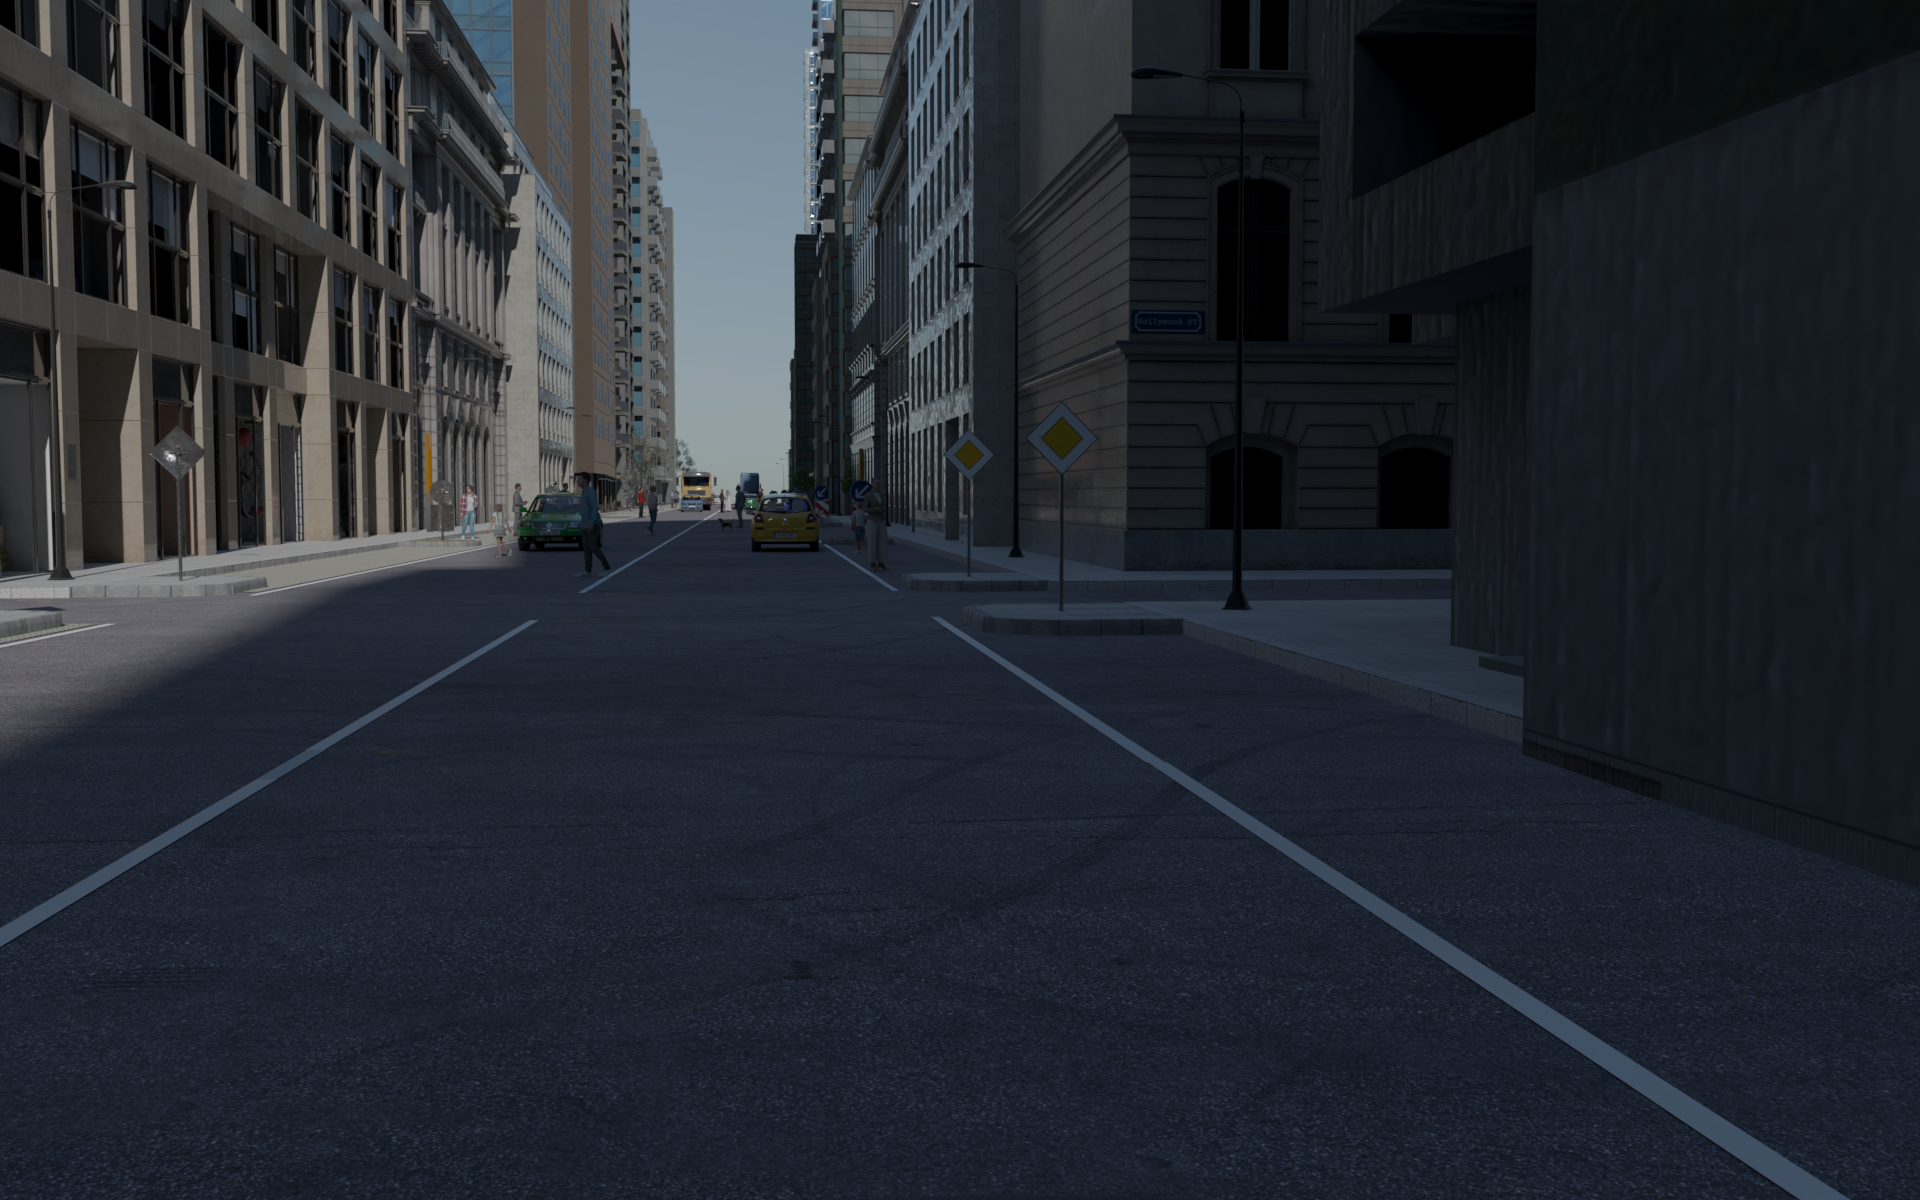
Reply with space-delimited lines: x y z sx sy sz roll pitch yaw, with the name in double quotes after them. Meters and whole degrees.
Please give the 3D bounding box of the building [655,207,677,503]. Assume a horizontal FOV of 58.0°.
-46.759 -33.983 239.211 14.154 41.232 14.086 0 4 -7 "building"

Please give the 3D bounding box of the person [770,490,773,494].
-19.163 -10.345 177.506 0.599 1.838 0.709 2 4 27 "person"

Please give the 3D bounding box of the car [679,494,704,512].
-21.591 -7.791 139.379 2.014 1.417 4.499 -1 4 -9 "car"

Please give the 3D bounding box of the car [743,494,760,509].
-17.763 -8.221 146.206 2.131 1.459 4.920 0 4 -8 "car"

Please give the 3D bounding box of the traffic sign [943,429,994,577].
0.135 -1.419 26.848 0.795 2.450 0.064 0 4 -7 "traffic sign"

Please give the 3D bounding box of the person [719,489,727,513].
-18.288 -7.628 133.350 0.705 1.807 1.348 1 4 13 "person"

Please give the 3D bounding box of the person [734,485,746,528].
-9.438 -4.011 74.180 0.391 1.810 0.635 1 4 17 "person"

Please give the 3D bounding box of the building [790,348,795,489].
-7.063 -22.744 216.901 27.650 21.520 28.899 0 4 -7 "building"

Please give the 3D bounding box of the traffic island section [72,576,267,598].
-11.498 -0.198 25.512 2.009 0.180 2.903 0 4 -7 "traffic island section"

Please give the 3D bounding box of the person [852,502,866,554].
-2.425 -1.731 41.485 0.332 1.250 0.352 1 4 11 "person"

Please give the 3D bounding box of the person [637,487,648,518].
-18.893 -5.771 102.794 0.705 1.831 1.348 1 4 15 "person"

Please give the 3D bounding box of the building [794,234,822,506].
-11.566 -25.857 194.456 14.160 30.474 14.107 0 4 -7 "building"

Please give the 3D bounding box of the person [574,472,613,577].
-6.357 -1.315 30.014 0.620 1.820 0.660 -2 4 -32 "person"

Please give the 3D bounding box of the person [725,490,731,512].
-18.578 -7.917 138.614 0.621 1.740 0.551 -3 4 -36 "person"

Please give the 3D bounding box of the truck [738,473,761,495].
-25.683 -13.625 212.529 2.967 4.110 18.799 0 4 -8 "truck"

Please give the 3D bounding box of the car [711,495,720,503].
-33.363 -13.751 237.192 2.083 1.381 4.827 0 4 -5 "car"

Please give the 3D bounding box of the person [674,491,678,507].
-30.974 -10.944 188.227 0.721 1.735 1.217 -3 4 -36 "person"

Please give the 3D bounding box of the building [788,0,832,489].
-12.982 -56.981 244.311 22.319 86.520 31.000 0 4 -7 "building"

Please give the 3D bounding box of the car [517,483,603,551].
-10.389 -2.223 45.141 1.959 1.807 4.718 0 4 -5 "car"

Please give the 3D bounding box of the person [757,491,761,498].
-19.997 -9.957 172.031 0.721 1.736 1.217 2 4 35 "person"

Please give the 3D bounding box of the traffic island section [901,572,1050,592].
0.157 -0.284 26.928 2.009 0.180 2.903 0 4 -7 "traffic island section"

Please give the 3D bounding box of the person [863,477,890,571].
-1.552 -1.429 32.420 0.519 1.759 0.362 -3 5 -43 "person"

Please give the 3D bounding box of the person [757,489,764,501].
-14.308 -7.108 124.677 0.705 1.831 1.348 -2 4 -27 "person"

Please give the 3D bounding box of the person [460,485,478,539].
-15.438 -2.761 54.483 0.563 1.720 0.643 -2 4 -27 "person"

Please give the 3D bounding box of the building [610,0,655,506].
-44.487 -45.994 190.259 20.563 71.187 20.611 0 4 -7 "building"

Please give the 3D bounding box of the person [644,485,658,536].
-10.635 -3.089 59.685 0.731 1.740 0.598 3 4 39 "person"

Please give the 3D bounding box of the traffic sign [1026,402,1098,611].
1.105 -0.935 18.922 0.795 2.450 0.064 0 4 -7 "traffic sign"

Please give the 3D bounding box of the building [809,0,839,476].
-2.038 -33.221 162.776 23.786 49.044 30.456 0 4 -7 "building"

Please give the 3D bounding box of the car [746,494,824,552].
-4.490 -2.094 44.466 2.015 1.641 3.980 0 4 -6 "car"

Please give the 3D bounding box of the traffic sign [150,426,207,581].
-11.475 -1.334 25.453 0.795 2.450 0.064 0 4 -7 "traffic sign"

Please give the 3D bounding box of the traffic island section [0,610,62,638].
-10.528 0.287 17.586 2.009 0.180 2.903 0 4 -7 "traffic island section"

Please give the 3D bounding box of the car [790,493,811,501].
-10.975 -6.544 116.590 1.945 1.707 3.694 0 4 -8 "car"

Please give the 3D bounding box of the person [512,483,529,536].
-14.806 -3.038 58.369 0.583 1.804 0.606 -1 4 -18 "person"

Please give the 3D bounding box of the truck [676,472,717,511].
-23.146 -9.547 152.019 3.469 3.379 9.791 -1 4 -9 "truck"

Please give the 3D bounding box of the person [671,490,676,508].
-28.919 -10.195 175.053 0.599 1.838 0.709 0 4 5 "person"

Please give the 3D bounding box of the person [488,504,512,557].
-10.430 -1.573 39.230 0.382 1.210 0.505 3 5 40 "person"

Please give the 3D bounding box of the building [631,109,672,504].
-48.500 -36.484 216.121 23.786 49.044 30.456 0 4 -7 "building"

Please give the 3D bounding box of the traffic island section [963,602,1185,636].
1.128 0.201 19.002 2.009 0.180 2.903 0 4 -7 "traffic island section"

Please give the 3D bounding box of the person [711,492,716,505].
-31.298 -12.863 219.368 0.990 1.755 0.434 2 4 28 "person"

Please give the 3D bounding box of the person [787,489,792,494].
-10.473 -6.035 107.687 0.721 1.766 1.217 -1 4 -14 "person"

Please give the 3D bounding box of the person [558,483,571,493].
-14.490 -3.379 63.616 0.638 1.841 0.748 0 4 4 "person"
